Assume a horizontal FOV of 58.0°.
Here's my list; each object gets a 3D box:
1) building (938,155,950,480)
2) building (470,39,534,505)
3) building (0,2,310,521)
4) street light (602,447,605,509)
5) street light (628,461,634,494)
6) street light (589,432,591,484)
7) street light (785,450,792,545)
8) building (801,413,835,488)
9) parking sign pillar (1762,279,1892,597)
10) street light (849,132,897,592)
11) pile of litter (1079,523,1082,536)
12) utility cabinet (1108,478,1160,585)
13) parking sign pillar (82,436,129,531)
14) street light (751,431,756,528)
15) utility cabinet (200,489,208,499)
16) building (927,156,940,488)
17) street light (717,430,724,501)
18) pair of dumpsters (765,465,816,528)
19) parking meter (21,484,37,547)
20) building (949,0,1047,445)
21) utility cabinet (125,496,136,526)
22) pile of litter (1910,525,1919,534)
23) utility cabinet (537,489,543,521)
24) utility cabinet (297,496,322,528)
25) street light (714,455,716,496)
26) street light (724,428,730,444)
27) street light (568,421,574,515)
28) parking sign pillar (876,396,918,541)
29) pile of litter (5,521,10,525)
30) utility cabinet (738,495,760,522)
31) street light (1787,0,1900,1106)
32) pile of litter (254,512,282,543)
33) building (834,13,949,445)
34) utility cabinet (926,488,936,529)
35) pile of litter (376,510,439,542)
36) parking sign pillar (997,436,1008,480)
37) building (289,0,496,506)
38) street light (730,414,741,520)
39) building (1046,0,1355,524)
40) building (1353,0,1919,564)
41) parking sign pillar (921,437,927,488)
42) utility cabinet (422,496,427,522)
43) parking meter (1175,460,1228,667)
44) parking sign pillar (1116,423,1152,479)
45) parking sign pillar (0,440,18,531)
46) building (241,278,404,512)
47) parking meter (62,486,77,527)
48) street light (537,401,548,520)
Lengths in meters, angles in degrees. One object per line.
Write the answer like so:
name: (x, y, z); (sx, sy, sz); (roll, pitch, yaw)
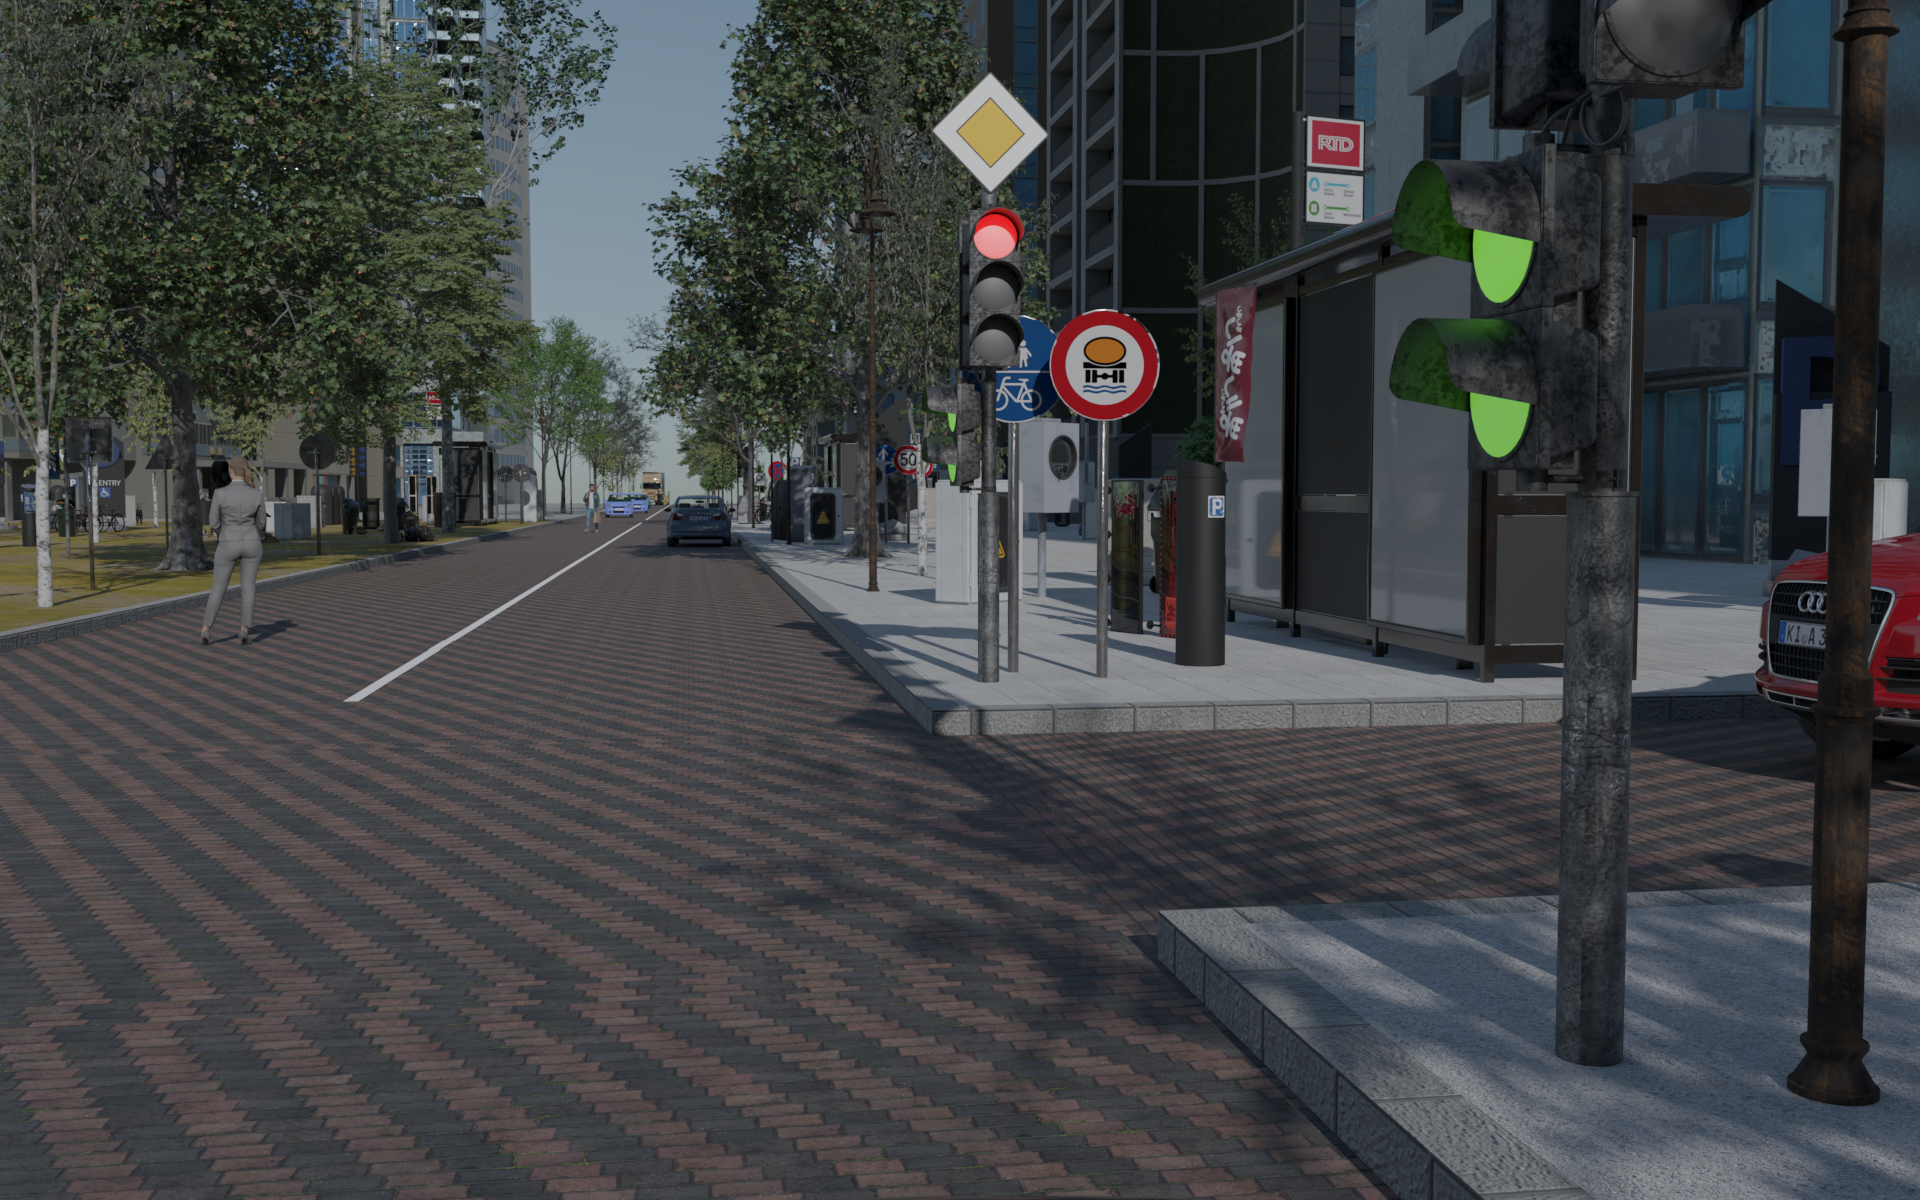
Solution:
building: (5.230, -21.254, 119.212); (14.160, 30.474, 14.107); (-1, 4, -9)
building: (-66.662, -41.508, 220.662); (21.231, 58.520, 28.212); (-1, 4, -9)
building: (-52.658, -24.427, 91.258); (32.217, 40.220, 23.993); (-1, 4, -9)
street light: (-30.783, -10.814, 149.590); (0.468, 5.910, 1.993); (-1, 4, -9)
street light: (-40.342, -14.575, 211.090); (0.468, 5.910, 1.993); (-1, 4, -9)
street light: (-27.491, -9.533, 128.658); (0.468, 5.910, 1.993); (-1, 4, -9)
street light: (-4.336, -4.339, 43.726); (0.468, 5.910, 1.993); (-1, 4, -9)
building: (-6.665, -23.786, 233.946); (27.650, 21.520, 28.899); (-1, 4, -9)
parking sign pillar: (10.810, -2.021, 21.518); (1.447, 3.967, 1.447); (1, 4, 20)
street light: (-1.144, -3.049, 22.645); (0.468, 5.910, 1.993); (-1, 4, -9)
pile of litter: (4.343, -2.423, 53.586); (1.719, 0.858, 1.176); (-3, 5, -41)
utility cabinet: (2.618, -0.954, 24.279); (1.173, 1.500, 0.318); (2, 4, 28)
parking sign pillar: (-29.761, -4.387, 60.205); (1.447, 3.967, 1.447); (-2, 4, -28)
street light: (-7.741, -5.624, 64.745); (0.468, 5.910, 1.993); (-1, 4, -9)
utility cabinet: (-33.353, -4.084, 75.459); (1.173, 1.500, 0.318); (1, 4, 12)
building: (10.622, -27.378, 139.508); (32.217, 40.220, 23.993); (-1, 4, -9)
street light: (-16.289, -8.942, 118.992); (0.468, 5.910, 1.993); (-1, 4, -9)
pair of dumpsters: (-5.960, -3.576, 60.957); (1.574, 2.255, 4.437); (-1, 4, -9)
parking meter: (-22.700, -2.071, 42.280); (0.372, 1.533, 0.369); (0, 3, 0)
building: (7.245, -27.795, 104.555); (14.600, 45.320, 14.200); (-1, 4, -9)
utility cabinet: (-33.975, -3.609, 70.167); (0.306, 1.237, 1.020); (3, 5, 44)
pile of litter: (15.219, -0.802, 27.071); (1.176, 0.858, 1.719); (-2, 4, -34)
utility cabinet: (-20.398, -4.553, 83.127); (0.318, 1.500, 1.173); (-3, 4, -36)
utility cabinet: (-24.851, -3.364, 66.157); (1.020, 1.237, 0.306); (2, 4, 29)
street light: (-19.511, -10.223, 139.936); (0.468, 5.910, 1.993); (-1, 4, -9)
street light: (-12.868, -7.628, 97.500); (0.468, 5.910, 1.993); (-1, 4, -9)
street light: (-24.151, -8.236, 107.445); (0.468, 5.910, 1.993); (-1, 4, -9)
parking sign pillar: (-2.147, -3.613, 47.546); (1.447, 3.967, 1.447); (-2, 4, -24)
pile of litter: (-37.994, -3.317, 68.199); (1.176, 0.858, 1.719); (0, 4, 0)
utility cabinet: (-9.718, -4.194, 79.736); (1.020, 1.237, 0.306); (2, 4, 29)
street light: (1.873, -1.881, 3.537); (0.468, 5.910, 1.993); (-1, 4, -9)
pile of litter: (-18.665, -1.954, 45.911); (1.719, 0.858, 1.176); (1, 4, 18)
building: (-4.219, -40.462, 203.556); (21.231, 58.520, 28.212); (-1, 4, -9)
utility cabinet: (-0.785, -3.329, 63.104); (1.173, 1.500, 0.318); (-1, 4, -15)
pile of litter: (-14.959, -2.010, 46.830); (1.719, 0.858, 1.176); (-1, 4, -20)
parking sign pillar: (1.776, -4.711, 65.497); (1.447, 3.967, 1.447); (2, 4, 34)
building: (-62.758, -53.690, 190.498); (22.319, 86.520, 31.000); (-1, 4, -9)
street light: (-10.995, -6.905, 85.683); (0.468, 5.910, 1.993); (-1, 4, -9)
building: (13.908, -39.140, 78.184); (20.563, 71.187, 20.611); (-1, 4, -9)
building: (25.495, -25.803, 41.488); (30.456, 49.044, 23.786); (-1, 4, -9)
parking sign pillar: (-2.160, -5.519, 78.700); (1.447, 3.967, 1.447); (1, 4, 21)
utility cabinet: (-24.681, -4.250, 80.657); (0.306, 1.237, 1.020); (0, 4, 8)
parking meter: (1.809, -0.281, 13.000); (0.372, 1.533, 0.369); (0, 3, 0)
parking sign pillar: (6.565, -4.712, 65.518); (1.447, 3.967, 1.447); (-1, 4, -11)
parking sign pillar: (-34.091, -4.440, 61.066); (1.447, 3.967, 1.447); (-3, 5, -41)
building: (-54.788, -16.708, 118.215); (27.650, 21.520, 28.899); (-1, 4, -9)
parking meter: (-27.209, -2.722, 52.915); (0.372, 1.533, 0.369); (0, 3, 0)
street light: (-20.764, -6.935, 86.168); (0.468, 5.910, 1.993); (-1, 4, -9)
